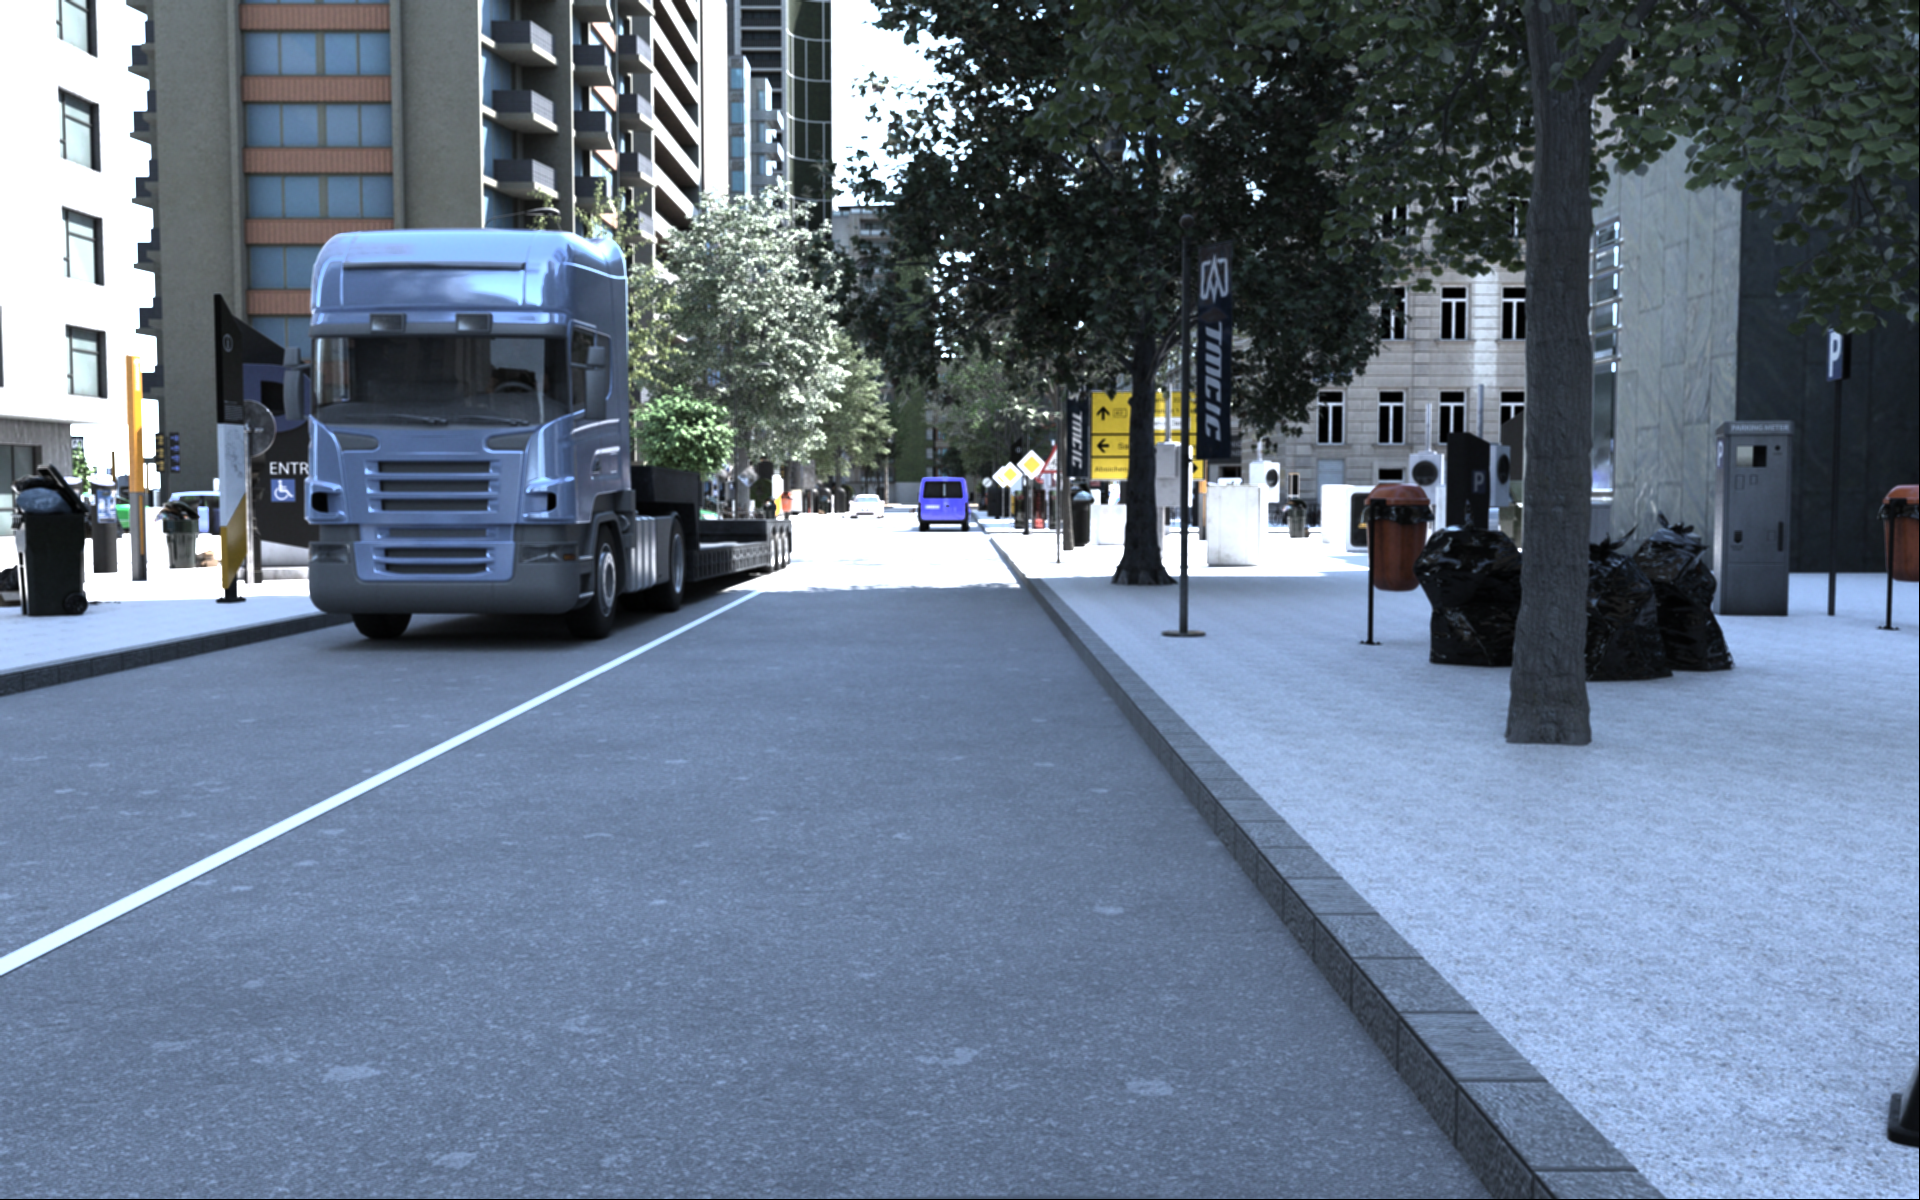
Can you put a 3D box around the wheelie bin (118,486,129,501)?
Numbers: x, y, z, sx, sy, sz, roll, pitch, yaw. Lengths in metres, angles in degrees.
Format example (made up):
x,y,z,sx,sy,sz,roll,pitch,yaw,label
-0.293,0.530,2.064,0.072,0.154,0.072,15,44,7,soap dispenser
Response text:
x,y,z,sx,sy,sz,roll,pitch,yaw,label
-32.818,-3.706,68.500,0.980,1.594,0.693,-1,4,-20,wheelie bin

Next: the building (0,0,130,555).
x,y,z,sx,sy,sz,roll,pitch,yaw,label
-26.102,-16.123,35.320,14.107,30.474,14.160,0,4,0,building

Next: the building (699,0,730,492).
x,y,z,sx,sy,sz,roll,pitch,yaw,label
-26.979,-30.157,143.171,14.600,45.320,14.200,0,4,0,building

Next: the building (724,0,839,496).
x,y,z,sx,sy,sz,roll,pitch,yaw,label
-27.723,-49.055,240.293,20.611,71.187,20.563,0,4,0,building

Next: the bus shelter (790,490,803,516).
x,y,z,sx,sy,sz,roll,pitch,yaw,label
-10.054,-6.766,104.541,2.014,3.302,5.546,0,4,0,bus shelter

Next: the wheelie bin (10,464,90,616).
x,y,z,sx,sy,sz,roll,pitch,yaw,label
-9.668,-0.641,18.385,0.693,1.594,0.980,-3,4,-38,wheelie bin

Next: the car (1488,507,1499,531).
x,y,z,sx,sy,sz,roll,pitch,yaw,label
16.921,-2.819,58.090,4.499,1.417,2.014,0,4,1,car

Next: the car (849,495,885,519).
x,y,z,sx,sy,sz,roll,pitch,yaw,label
-5.462,-5.482,101.989,2.083,1.381,4.827,0,4,0,car

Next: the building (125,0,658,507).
x,y,z,sx,sy,sz,roll,pitch,yaw,label
-27.324,-26.343,85.328,22.147,44.769,28.867,0,4,0,building

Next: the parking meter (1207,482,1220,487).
x,y,z,sx,sy,sz,roll,pitch,yaw,label
5.450,-1.748,36.998,0.372,1.533,0.369,0,3,0,parking meter

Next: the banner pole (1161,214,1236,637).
x,y,z,sx,sy,sz,roll,pitch,yaw,label
2.151,-1.554,15.418,0.401,3.779,0.863,-2,4,-32,banner pole

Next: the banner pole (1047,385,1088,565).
x,y,z,sx,sy,sz,roll,pitch,yaw,label
2.005,-2.546,31.643,0.863,3.779,0.401,-2,4,-27,banner pole

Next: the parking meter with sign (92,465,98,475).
x,y,z,sx,sy,sz,roll,pitch,yaw,label
-53.206,-6.649,104.976,1.738,3.016,0.543,0,4,1,parking meter with sign

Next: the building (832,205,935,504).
x,y,z,sx,sy,sz,roll,pitch,yaw,label
-10.366,-33.885,237.618,14.086,41.232,14.154,0,4,0,building

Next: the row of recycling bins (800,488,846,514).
x,y,z,sx,sy,sz,roll,pitch,yaw,label
-9.209,-6.521,113.725,3.534,1.692,1.069,1,4,8,row of recycling bins

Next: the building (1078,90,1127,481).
x,y,z,sx,sy,sz,roll,pitch,yaw,label
23.669,-32.538,186.625,22.147,44.769,28.867,0,4,0,building

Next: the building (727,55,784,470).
x,y,z,sx,sy,sz,roll,pitch,yaw,label
-34.973,-34.856,189.512,30.456,49.044,23.786,0,4,0,building

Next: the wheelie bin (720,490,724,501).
x,y,z,sx,sy,sz,roll,pitch,yaw,label
-18.129,-7.635,132.741,0.980,1.594,0.693,1,4,17,wheelie bin

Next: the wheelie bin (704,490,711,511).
x,y,z,sx,sy,sz,roll,pitch,yaw,label
-17.895,-7.068,123.476,0.693,1.594,0.980,-1,4,-13,wheelie bin

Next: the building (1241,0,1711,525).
x,y,z,sx,sy,sz,roll,pitch,yaw,label
25.646,-17.123,77.231,25.104,27.353,12.463,0,4,0,building

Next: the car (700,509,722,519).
x,y,z,sx,sy,sz,roll,pitch,yaw,label
-10.411,-2.840,58.236,4.920,1.459,2.131,0,4,0,car

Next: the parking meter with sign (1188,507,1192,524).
x,y,z,sx,sy,sz,roll,pitch,yaw,label
9.628,-4.750,73.921,0.543,3.016,1.738,0,4,1,parking meter with sign

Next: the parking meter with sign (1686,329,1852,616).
x,y,z,sx,sy,sz,roll,pitch,yaw,label
8.398,-1.352,18.374,1.738,3.016,0.543,1,4,11,parking meter with sign

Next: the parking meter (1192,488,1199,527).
x,y,z,sx,sy,sz,roll,pitch,yaw,label
9.271,-3.634,67.824,0.372,1.533,0.369,0,3,0,parking meter

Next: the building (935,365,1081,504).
x,y,z,sx,sy,sz,roll,pitch,yaw,label
11.110,-24.450,244.796,28.899,21.520,27.650,0,4,0,building

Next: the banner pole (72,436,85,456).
x,y,z,sx,sy,sz,roll,pitch,yaw,label
-33.292,-4.591,65.081,0.863,3.779,0.401,-1,4,-22,banner pole

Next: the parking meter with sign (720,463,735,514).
x,y,z,sx,sy,sz,roll,pitch,yaw,label
-13.292,-6.451,101.729,0.543,3.016,1.738,3,5,43,parking meter with sign

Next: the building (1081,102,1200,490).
x,y,z,sx,sy,sz,roll,pitch,yaw,label
23.339,-51.542,155.381,22.319,86.520,31.000,0,4,0,building

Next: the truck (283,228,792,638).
x,y,z,sx,sy,sz,roll,pitch,yaw,label
-4.594,-2.103,24.137,2.967,4.110,18.799,0,4,1,truck

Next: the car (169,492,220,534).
x,y,z,sx,sy,sz,roll,pitch,yaw,label
-23.963,-2.853,56.235,3.694,1.707,1.945,0,4,0,car

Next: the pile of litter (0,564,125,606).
x,y,z,sx,sy,sz,roll,pitch,yaw,label
-10.769,-0.381,20.195,1.719,0.858,1.176,1,4,9,pile of litter

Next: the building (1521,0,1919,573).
x,y,z,sx,sy,sz,roll,pitch,yaw,label
23.731,-43.298,20.591,22.319,86.520,31.000,0,4,0,building

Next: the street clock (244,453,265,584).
x,y,z,sx,sy,sz,roll,pitch,yaw,label
-10.070,-1.227,24.627,0.471,2.002,0.358,3,5,44,street clock

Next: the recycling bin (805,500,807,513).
x,y,z,sx,sy,sz,roll,pitch,yaw,label
-11.088,-6.687,121.881,0.722,1.027,0.722,-3,4,-37,recycling bin

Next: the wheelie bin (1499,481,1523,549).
x,y,z,sx,sy,sz,roll,pitch,yaw,label
13.084,-2.013,40.813,0.980,1.594,0.693,-2,4,-23,wheelie bin

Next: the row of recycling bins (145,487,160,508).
x,y,z,sx,sy,sz,roll,pitch,yaw,label
-61.992,-7.671,132.534,3.534,1.692,1.069,0,4,5,row of recycling bins

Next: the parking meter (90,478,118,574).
x,y,z,sx,sy,sz,roll,pitch,yaw,label
-13.824,-1.197,27.977,0.372,1.533,0.369,0,3,0,parking meter

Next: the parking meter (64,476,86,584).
x,y,z,sx,sy,sz,roll,pitch,yaw,label
-12.735,-1.001,24.773,0.372,1.533,0.369,0,3,0,parking meter

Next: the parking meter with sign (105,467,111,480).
x,y,z,sx,sy,sz,roll,pitch,yaw,label
-55.675,-7.138,112.966,0.543,3.016,1.738,-3,5,-44,parking meter with sign

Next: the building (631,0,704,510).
x,y,z,sx,sy,sz,roll,pitch,yaw,label
-29.897,-30.255,118.378,21.300,48.544,21.600,0,4,0,building

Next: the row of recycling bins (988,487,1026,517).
x,y,z,sx,sy,sz,roll,pitch,yaw,label
2.781,-5.682,100.009,1.069,1.692,3.534,2,4,33,row of recycling bins

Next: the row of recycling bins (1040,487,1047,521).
x,y,z,sx,sy,sz,roll,pitch,yaw,label
5.123,-5.326,94.196,1.069,1.692,3.534,1,4,23,row of recycling bins

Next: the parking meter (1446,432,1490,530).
x,y,z,sx,sy,sz,roll,pitch,yaw,label
4.858,-0.665,16.579,0.399,1.863,0.255,-3,4,-39,parking meter

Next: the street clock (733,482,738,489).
x,y,z,sx,sy,sz,roll,pitch,yaw,label
-11.461,-5.183,89.312,0.471,2.002,0.358,2,4,35,street clock

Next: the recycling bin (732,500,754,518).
x,y,z,sx,sy,sz,roll,pitch,yaw,label
-9.036,-3.651,72.251,0.722,1.027,0.722,-2,4,-31,recycling bin

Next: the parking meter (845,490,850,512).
x,y,z,sx,sy,sz,roll,pitch,yaw,label
-7.851,-6.878,120.868,0.372,1.533,0.369,0,3,0,parking meter

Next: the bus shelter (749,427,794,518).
x,y,z,sx,sy,sz,roll,pitch,yaw,label
-10.699,-7.226,95.785,2.179,5.291,8.768,0,3,0,bus shelter

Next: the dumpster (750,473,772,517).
x,y,z,sx,sy,sz,roll,pitch,yaw,label
-9.066,-4.698,79.305,1.502,2.255,1.985,0,4,0,dumpster

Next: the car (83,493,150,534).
x,y,z,sx,sy,sz,roll,pitch,yaw,label
-29.257,-2.964,57.263,4.718,1.807,1.959,0,4,0,car

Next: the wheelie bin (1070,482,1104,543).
x,y,z,sx,sy,sz,roll,pitch,yaw,label
3.125,-2.313,45.725,0.693,1.594,0.980,-3,5,-44,wheelie bin

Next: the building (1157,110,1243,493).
x,y,z,sx,sy,sz,roll,pitch,yaw,label
21.588,-20.636,113.815,17.030,29.872,44.131,0,4,0,building
